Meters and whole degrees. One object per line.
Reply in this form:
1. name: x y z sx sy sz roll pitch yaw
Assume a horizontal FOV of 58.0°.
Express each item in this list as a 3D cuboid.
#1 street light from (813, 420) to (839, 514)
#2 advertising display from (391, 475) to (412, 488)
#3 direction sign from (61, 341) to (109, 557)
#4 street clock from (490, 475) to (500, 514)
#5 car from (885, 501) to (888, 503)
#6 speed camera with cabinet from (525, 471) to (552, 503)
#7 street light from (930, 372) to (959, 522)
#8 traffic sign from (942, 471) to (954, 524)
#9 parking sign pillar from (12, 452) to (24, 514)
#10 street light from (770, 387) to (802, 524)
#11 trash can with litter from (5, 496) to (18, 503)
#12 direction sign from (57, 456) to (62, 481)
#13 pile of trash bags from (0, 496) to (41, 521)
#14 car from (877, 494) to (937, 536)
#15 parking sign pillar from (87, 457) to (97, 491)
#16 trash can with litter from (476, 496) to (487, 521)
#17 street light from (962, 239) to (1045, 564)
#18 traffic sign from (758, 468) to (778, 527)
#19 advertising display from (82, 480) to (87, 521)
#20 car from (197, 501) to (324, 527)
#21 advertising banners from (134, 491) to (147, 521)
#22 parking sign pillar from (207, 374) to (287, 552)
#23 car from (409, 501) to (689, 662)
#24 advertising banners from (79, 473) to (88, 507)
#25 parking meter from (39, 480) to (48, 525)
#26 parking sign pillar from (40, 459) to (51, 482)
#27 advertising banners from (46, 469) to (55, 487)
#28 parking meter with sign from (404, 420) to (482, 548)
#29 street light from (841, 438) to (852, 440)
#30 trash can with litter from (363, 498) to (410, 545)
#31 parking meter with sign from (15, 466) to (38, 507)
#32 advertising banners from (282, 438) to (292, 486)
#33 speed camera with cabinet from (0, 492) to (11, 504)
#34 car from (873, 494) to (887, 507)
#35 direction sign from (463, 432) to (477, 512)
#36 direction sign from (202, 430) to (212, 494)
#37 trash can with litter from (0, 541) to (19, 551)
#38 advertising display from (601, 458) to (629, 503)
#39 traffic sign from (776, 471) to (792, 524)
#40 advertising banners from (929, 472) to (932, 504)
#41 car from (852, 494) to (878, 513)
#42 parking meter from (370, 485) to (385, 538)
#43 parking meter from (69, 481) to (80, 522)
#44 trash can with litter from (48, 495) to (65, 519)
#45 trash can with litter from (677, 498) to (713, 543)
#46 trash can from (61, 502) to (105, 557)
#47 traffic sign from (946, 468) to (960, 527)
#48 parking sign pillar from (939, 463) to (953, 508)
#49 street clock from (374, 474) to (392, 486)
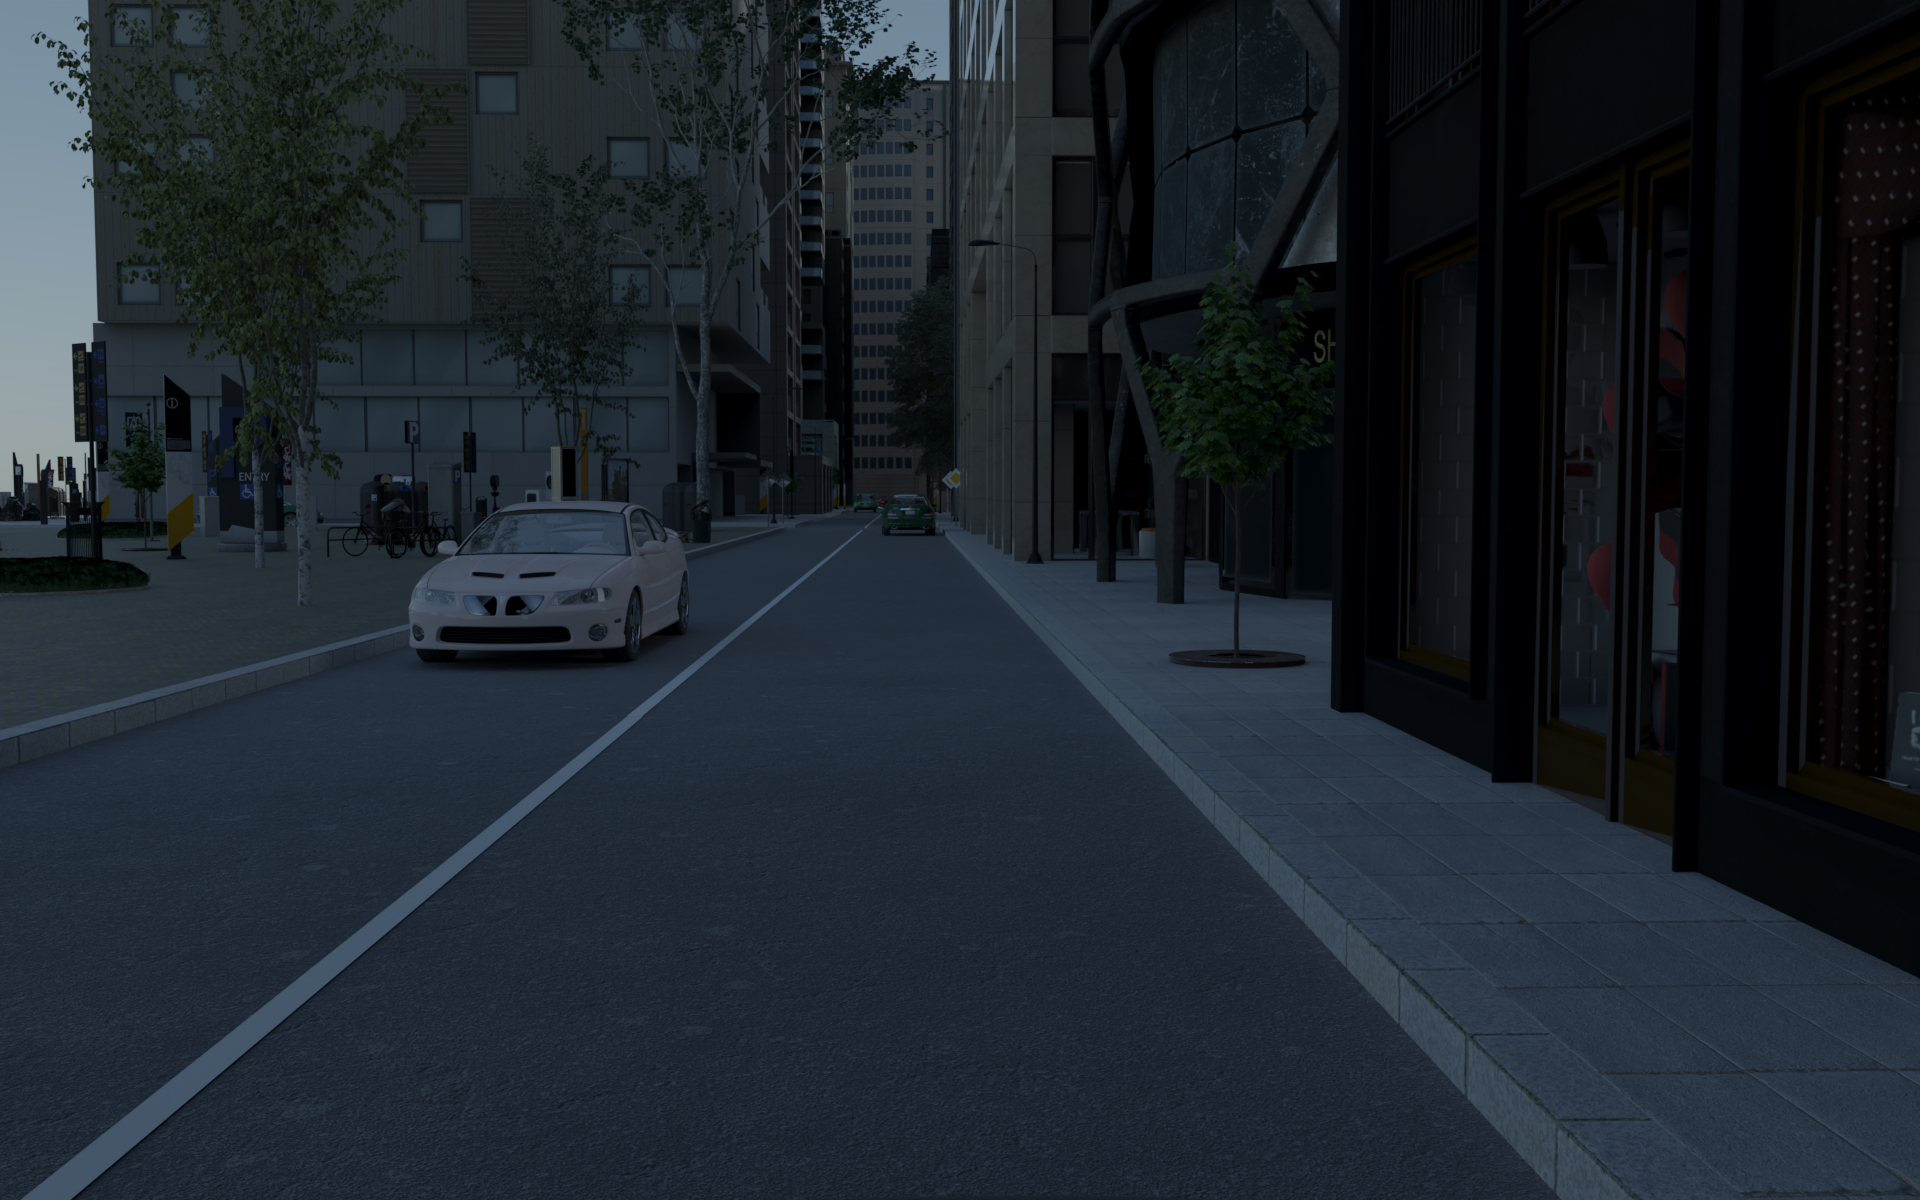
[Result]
1. street light: -8.589 -8.363 109.272 1.470 5.913 1.316 0 4 -2
2. advertising display: -18.940 -3.287 58.960 0.974 1.923 0.123 2 4 26
3. direction sign: -12.990 -2.075 25.925 0.876 3.537 0.379 2 4 34
4. street clock: -17.722 -3.758 66.011 0.358 2.002 0.471 0 4 3
5. car: -4.063 -6.302 115.620 1.945 1.354 3.894 0 4 -1
6. speed camera with cabinet: -15.844 -4.401 66.296 2.038 3.252 0.660 3 5 42
7. street light: -0.290 -5.726 66.166 1.470 5.913 1.316 0 4 -2
8. traffic sign: -0.397 -4.361 74.945 0.795 2.450 0.064 0 4 -2
9. parking sign pillar: -60.654 -7.530 111.580 1.447 3.967 1.447 -1 4 -21
10. street light: -7.534 -6.265 74.977 1.470 5.913 1.316 0 4 -2
11. trash can with litter: -50.498 -4.942 92.191 0.624 1.170 1.055 -2 4 -30
12. direction sign: -53.686 -6.850 103.987 0.876 3.537 0.379 0 4 -2
13. pile of trash bags: -45.200 -4.386 81.462 1.912 1.369 3.447 2 4 26
14. car: -1.834 -3.013 61.062 2.131 1.459 4.920 0 4 -4
15. parking sign pillar: -63.642 -8.486 127.216 1.447 3.967 1.447 -1 4 -12
16. trash can with litter: -16.209 -2.989 59.923 1.678 1.210 2.233 2 4 25
17. street light: 0.843 -3.621 31.750 1.470 5.913 1.316 0 4 -2
18. traffic sign: -7.391 -3.860 66.761 0.795 2.450 0.064 0 4 -2
19. advertising display: -41.751 -4.736 82.645 0.123 1.923 0.974 -2 4 -24
20. car: -28.544 -3.608 70.794 4.920 1.459 2.131 0 4 -3
21. advertising banners: -29.909 -4.107 63.329 0.090 3.025 2.074 -3 5 -39
22. parking sign pillar: -15.869 -3.074 38.739 1.447 3.967 1.447 0 4 2
23. car: -3.709 -0.241 16.305 2.083 1.381 4.827 0 4 0
24. advertising banners: -74.055 -9.139 145.615 0.090 3.025 2.074 1 4 19
25. parking meter: -38.636 -4.117 73.024 0.255 1.863 0.399 -2 4 -23
26. parking sign pillar: -70.651 -8.895 133.911 1.447 3.967 1.447 -1 4 -12
27. advertising banners: -64.569 -7.659 121.413 2.074 3.025 0.090 -1 4 -17
28. parking meter with sign: -12.211 -2.739 41.049 1.738 3.016 0.543 1 4 13
29. street light: -9.652 -10.460 143.566 1.470 5.913 1.316 0 4 -2
30. trash can with litter: -14.479 -1.979 43.744 0.624 1.170 1.055 3 4 38
31. parking meter with sign: -58.622 -6.916 109.345 0.543 3.016 1.738 2 4 26
32. advertising banners: -21.456 -3.521 53.754 0.090 3.025 2.074 2 4 27
33. speed camera with cabinet: -65.739 -7.578 118.236 0.660 3.252 2.038 1 4 11
34. car: -8.177 -9.713 167.847 2.155 1.783 4.494 0 4 -4
35. direction sign: -17.885 -4.359 63.261 0.379 3.537 0.876 1 4 14
36. direction sign: -26.907 -4.280 61.980 0.379 3.537 0.876 -3 5 -45
37. trash can with litter: -22.474 -1.699 38.830 2.233 1.210 1.678 -1 4 -18
38. advertising display: -6.199 -1.588 31.176 0.123 1.923 0.974 1 4 12
39. traffic sign: -7.638 -4.349 74.742 0.795 2.450 0.064 0 4 -2
40. advertising banners: -2.336 -8.615 137.048 0.090 3.025 2.074 0 4 -5
41. car: -7.417 -7.734 135.240 1.959 1.807 4.718 0 4 -3
42. parking meter: -15.844 -2.369 47.145 0.372 1.533 0.369 0 3 0
43. parking meter: -40.814 -4.534 79.835 0.399 1.863 0.255 -3 4 -39
44. trash can with litter: -47.106 -4.784 89.276 1.678 1.210 2.233 1 4 20
45. trash can with litter: -7.038 -2.088 45.532 1.055 1.170 0.624 0 4 8
46. trash can: -16.340 -1.263 32.311 0.748 1.137 0.748 0 3 0
47. traffic sign: -0.149 -3.873 66.964 0.795 2.450 0.064 0 4 -2
48. parking sign pillar: -1.063 -8.662 130.103 1.447 3.967 1.447 -2 4 -34
49. street clock: -21.115 -3.583 63.152 0.358 2.002 0.471 2 4 25
